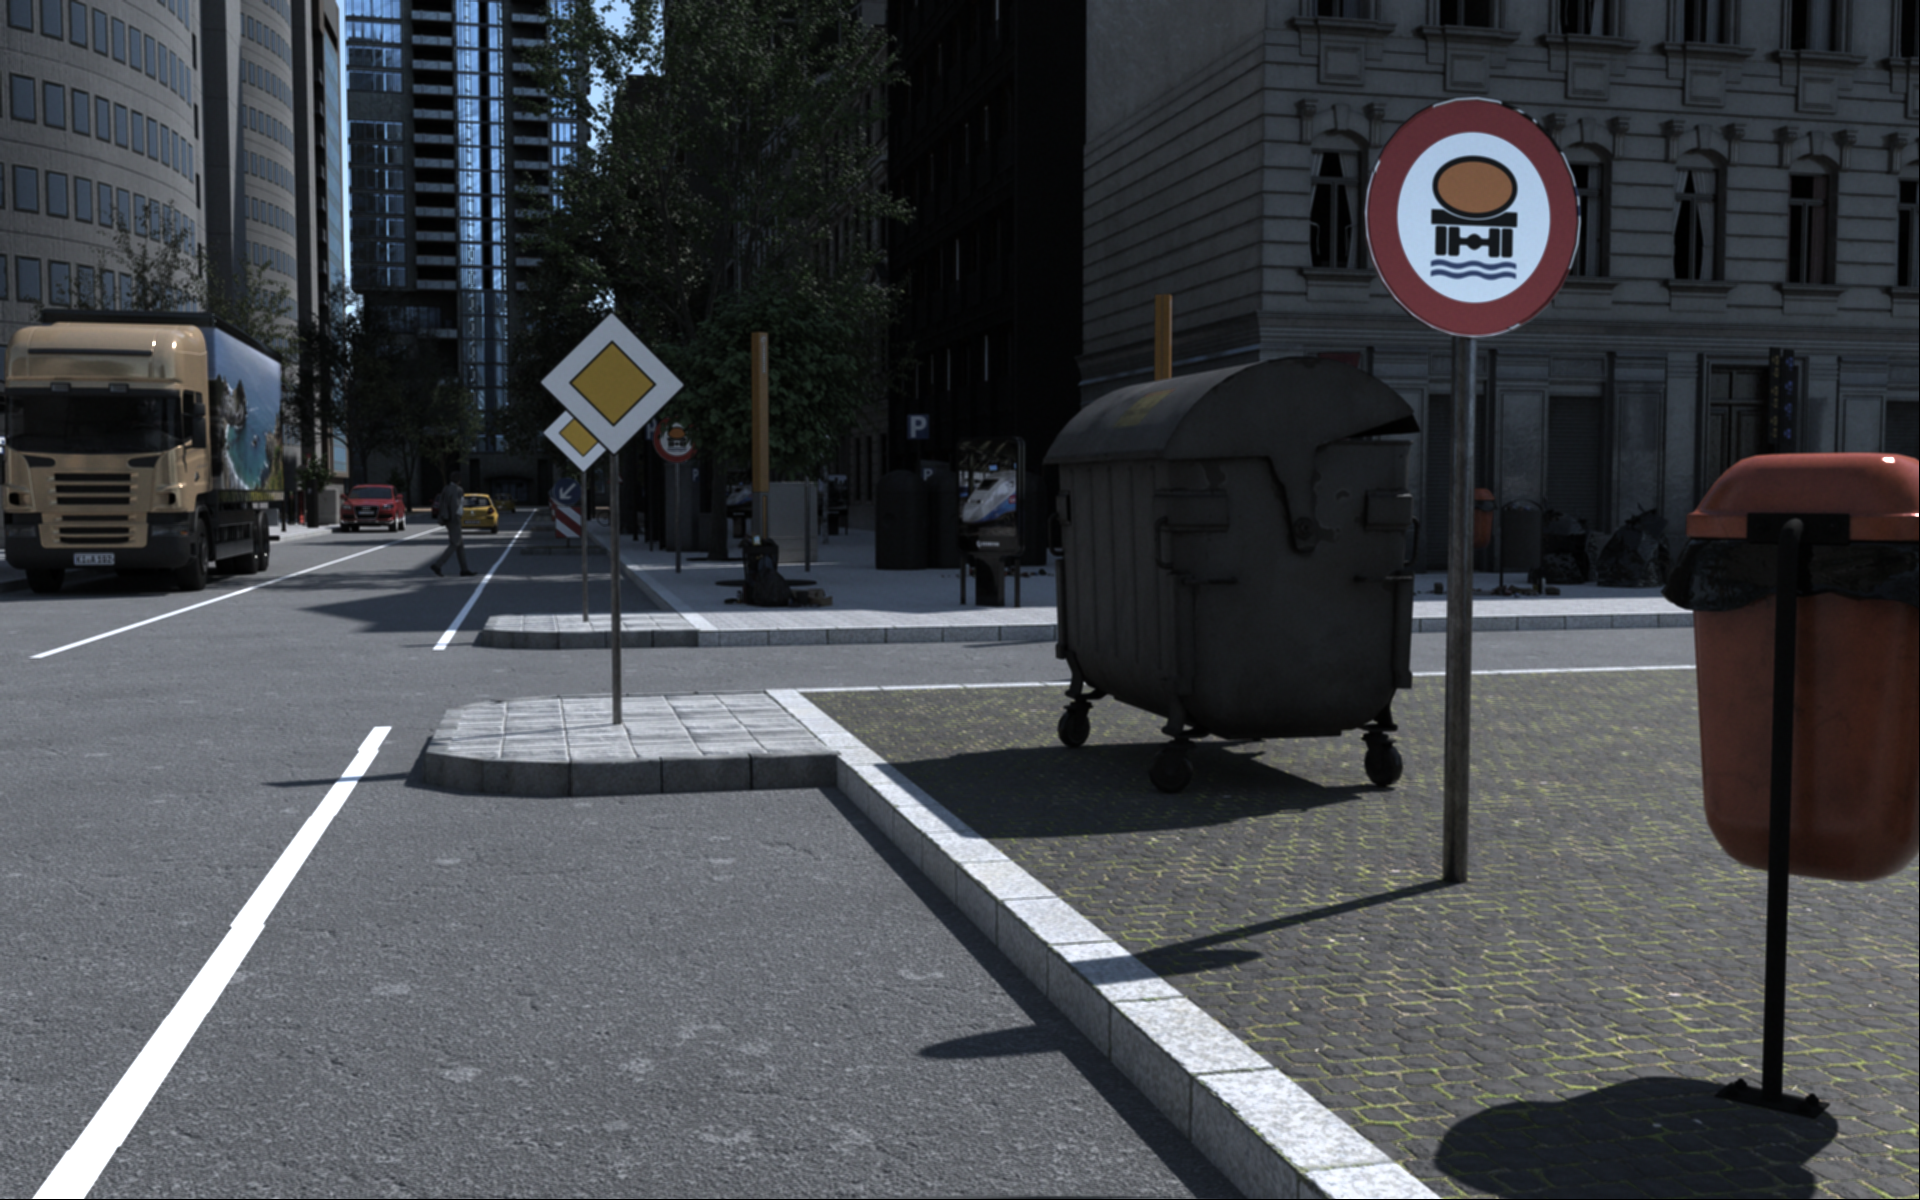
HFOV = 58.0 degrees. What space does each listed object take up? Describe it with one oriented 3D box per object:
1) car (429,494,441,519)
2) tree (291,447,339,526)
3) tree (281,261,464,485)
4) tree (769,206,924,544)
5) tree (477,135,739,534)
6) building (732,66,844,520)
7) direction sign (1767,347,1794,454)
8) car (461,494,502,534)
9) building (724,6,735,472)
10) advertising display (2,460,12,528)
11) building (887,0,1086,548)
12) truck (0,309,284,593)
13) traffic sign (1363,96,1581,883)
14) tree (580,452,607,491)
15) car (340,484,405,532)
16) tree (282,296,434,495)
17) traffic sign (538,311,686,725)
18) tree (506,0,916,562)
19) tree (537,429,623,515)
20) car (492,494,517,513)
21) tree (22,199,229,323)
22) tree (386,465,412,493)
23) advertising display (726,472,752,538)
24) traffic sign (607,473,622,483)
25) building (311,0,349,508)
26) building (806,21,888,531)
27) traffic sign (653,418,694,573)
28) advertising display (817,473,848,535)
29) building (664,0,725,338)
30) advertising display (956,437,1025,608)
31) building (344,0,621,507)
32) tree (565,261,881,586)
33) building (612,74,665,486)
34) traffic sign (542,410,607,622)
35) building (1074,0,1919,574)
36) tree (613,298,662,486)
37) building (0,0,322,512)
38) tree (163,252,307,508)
[{"bbox_3d":[-30.166,-5.690,102.077,2.155,1.783,4.494,-1,4,-15],"label":"car"},{"bbox_3d":[-26.343,-4.646,70.563,1.663,3.219,1.824,0,3,0],"label":"tree"},{"bbox_3d":[-31.635,-11.099,91.841,12.009,13.543,11.850,0,3,0],"label":"tree"},{"bbox_3d":[-3.276,-5.756,44.478,4.737,8.622,4.395,0,3,0],"label":"tree"},{"bbox_3d":[-10.535,-8.456,55.266,9.611,12.733,9.660,0,3,0],"label":"tree"},{"bbox_3d":[-5.275,-14.419,84.897,9.793,20.994,18.267,-1,4,-13],"label":"building"},{"bbox_3d":[12.782,-2.143,27.038,0.876,3.537,0.379,-3,5,-43],"label":"direction sign"},{"bbox_3d":[-17.832,-3.259,63.501,2.015,1.641,3.980,-1,4,-14],"label":"car"},{"bbox_3d":[-6.515,-41.314,113.729,20.563,71.187,20.611,-1,4,-13],"label":"building"},{"bbox_3d":[-18.109,-1.726,33.431,0.123,1.923,0.974,0,4,4],"label":"advertising display"},{"bbox_3d":[5.486,-13.443,49.463,12.332,23.373,15.834,-1,4,-13],"label":"building"},{"bbox_3d":[-13.231,-2.434,28.706,2.839,4.237,11.283,-1,4,-14],"label":"truck"},{"bbox_3d":[1.644,-0.340,5.672,0.768,2.556,0.104,-1,4,-13],"label":"traffic sign"},{"bbox_3d":[-34.425,-12.746,158.764,4.360,8.622,3.978,0,3,0],"label":"tree"},{"bbox_3d":[-22.529,-3.539,66.538,2.281,1.827,5.304,-1,4,-13],"label":"car"},{"bbox_3d":[-28.316,-8.968,81.047,7.601,10.594,8.767,-2,4,-33],"label":"tree"},{"bbox_3d":[-1.914,-0.364,9.591,0.795,2.450,0.064,-1,4,-13],"label":"traffic sign"},{"bbox_3d":[-4.682,-6.552,32.877,9.928,11.665,9.643,0,3,0],"label":"tree"},{"bbox_3d":[-22.938,-11.623,108.169,7.486,12.596,7.792,0,3,0],"label":"tree"},{"bbox_3d":[-34.716,-7.431,131.728,2.015,1.641,3.980,-1,4,-13],"label":"car"},{"bbox_3d":[-20.229,-5.643,42.629,4.360,8.622,3.978,0,3,0],"label":"tree"},{"bbox_3d":[-36.539,-7.187,112.112,1.663,3.219,1.824,0,3,0],"label":"tree"},{"bbox_3d":[-6.382,-2.744,50.074,0.974,1.923,0.123,1,4,21],"label":"advertising display"},{"bbox_3d":[-17.046,-5.253,85.883,0.884,2.594,0.081,-1,4,-12],"label":"traffic sign"},{"bbox_3d":[-59.161,-30.153,143.106,14.200,45.320,14.600,-1,4,-13],"label":"building"},{"bbox_3d":[0.150,-12.337,66.342,10.561,19.102,19.286,-1,4,-13],"label":"building"},{"bbox_3d":[-4.584,-1.713,28.122,0.768,2.556,0.104,0,4,-4],"label":"traffic sign"},{"bbox_3d":[-3.978,-2.988,54.068,0.974,1.923,0.123,0,4,-8],"label":"advertising display"},{"bbox_3d":[-11.511,-31.299,135.440,21.300,48.544,21.600,-1,4,-13],"label":"building"},{"bbox_3d":[0.344,-0.892,19.800,0.974,1.923,0.123,3,5,44],"label":"advertising display"},{"bbox_3d":[-53.319,-53.480,187.064,31.000,86.520,22.319,-1,4,-13],"label":"building"},{"bbox_3d":[-2.680,-2.497,24.542,4.285,4.588,4.351,0,3,0],"label":"tree"},{"bbox_3d":[-30.401,-32.999,189.647,14.200,45.320,14.600,-1,4,-13],"label":"building"},{"bbox_3d":[-3.770,-0.839,17.358,0.795,2.450,0.064,-1,4,-13],"label":"traffic sign"},{"bbox_3d":[12.218,-11.249,33.067,18.267,20.994,9.793,-1,4,-13],"label":"building"},{"bbox_3d":[-11.862,-6.965,64.248,4.737,8.622,4.395,0,3,0],"label":"tree"},{"bbox_3d":[-58.058,-35.420,121.113,21.231,58.520,28.212,-1,4,-13],"label":"building"},{"bbox_3d":[-21.686,-6.209,51.886,4.737,8.622,4.395,0,3,0],"label":"tree"}]
